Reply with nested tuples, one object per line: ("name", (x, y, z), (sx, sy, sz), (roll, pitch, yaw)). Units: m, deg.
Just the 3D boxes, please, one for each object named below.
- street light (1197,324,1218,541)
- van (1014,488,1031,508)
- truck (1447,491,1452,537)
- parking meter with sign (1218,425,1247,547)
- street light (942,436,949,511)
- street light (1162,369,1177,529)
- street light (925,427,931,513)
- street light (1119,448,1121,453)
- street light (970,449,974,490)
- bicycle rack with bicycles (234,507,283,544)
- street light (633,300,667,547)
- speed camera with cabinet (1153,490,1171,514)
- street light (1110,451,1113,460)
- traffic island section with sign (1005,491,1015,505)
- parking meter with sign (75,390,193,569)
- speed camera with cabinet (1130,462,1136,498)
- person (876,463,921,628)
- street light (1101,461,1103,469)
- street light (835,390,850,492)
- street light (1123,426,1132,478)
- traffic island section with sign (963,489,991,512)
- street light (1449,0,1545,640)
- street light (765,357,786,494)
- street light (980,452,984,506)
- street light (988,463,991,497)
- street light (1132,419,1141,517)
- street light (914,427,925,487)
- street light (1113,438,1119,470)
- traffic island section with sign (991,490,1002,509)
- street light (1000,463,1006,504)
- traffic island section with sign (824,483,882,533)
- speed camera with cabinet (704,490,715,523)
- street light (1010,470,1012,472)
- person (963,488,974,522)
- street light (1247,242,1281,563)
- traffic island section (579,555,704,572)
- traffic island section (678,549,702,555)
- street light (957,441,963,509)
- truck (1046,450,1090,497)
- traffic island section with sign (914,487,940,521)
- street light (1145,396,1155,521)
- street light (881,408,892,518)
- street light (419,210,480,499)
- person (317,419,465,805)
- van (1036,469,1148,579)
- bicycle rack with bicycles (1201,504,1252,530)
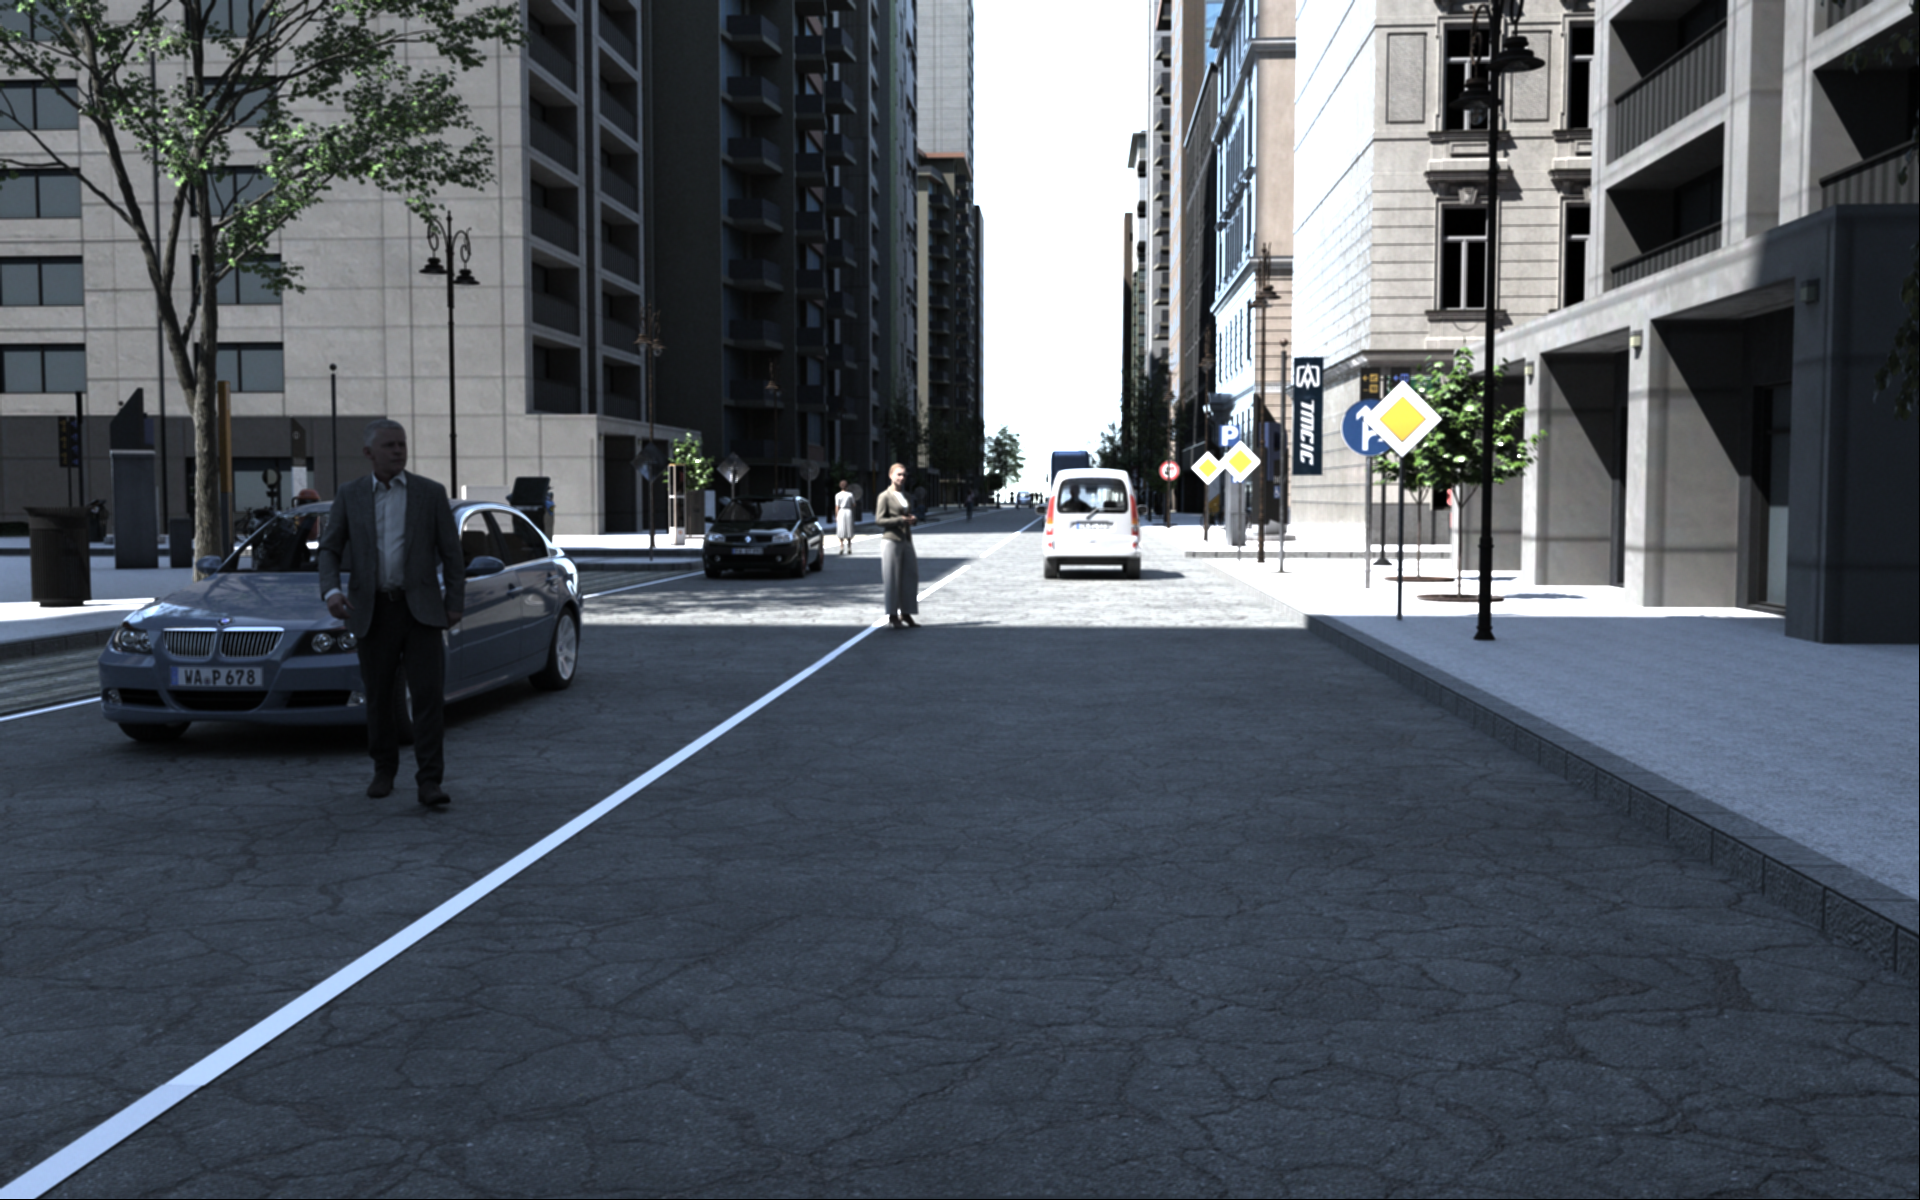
("street light", (6.730, -4.555, 47.265), (0.468, 5.910, 1.993), (0, 4, 4))
("van", (6.541, -10.488, 178.489), (2.013, 2.044, 4.112), (0, 4, 2))
("truck", (15.587, -2.925, 36.744), (11.283, 4.237, 2.839), (0, 4, 3))
("parking meter with sign", (6.807, -2.856, 42.954), (0.543, 3.016, 1.738), (0, 4, -1))
("street light", (-1.110, -9.914, 134.876), (0.468, 5.910, 1.993), (0, 4, 4))
("street light", (7.757, -5.595, 64.259), (0.468, 5.910, 1.993), (0, 4, 4))
("street light", (-2.279, -8.891, 118.161), (0.468, 5.910, 1.993), (0, 4, 4))
("street light", (11.894, -9.262, 124.224), (0.468, 5.910, 1.993), (0, 4, 4))
("street light", (1.237, -11.970, 168.502), (0.468, 5.910, 1.993), (0, 4, 4))
("bicycle rack with bicycles", (-18.426, -1.987, 45.866), (2.925, 0.926, 2.852), (-1, 4, -20))
("street light", (-7.393, -4.202, 41.485), (0.468, 5.910, 1.993), (0, 4, 4))
("speed camera with cabinet", (12.698, -6.996, 108.719), (0.660, 3.252, 2.038), (-1, 4, -10))
("street light", (14.077, -11.330, 158.029), (0.468, 5.910, 1.993), (0, 4, 4))
("traffic island section with sign", (6.758, -13.072, 222.348), (1.989, 1.847, 2.006), (0, 4, 4))
("parking meter with sign", (-14.204, -2.052, 29.812), (1.738, 3.016, 0.543), (-2, 4, -29))
("speed camera with cabinet", (10.498, -6.898, 107.121), (0.660, 3.252, 2.038), (1, 4, 10))
("person", (-0.642, -0.579, 18.523), (0.362, 1.759, 0.519), (3, 5, 43))
("street light", (20.919, -17.423, 257.658), (0.468, 5.910, 1.993), (0, 4, 4))
("street light", (-5.123, -6.273, 75.352), (0.468, 5.910, 1.993), (0, 4, 4))
("street light", (11.282, -8.696, 114.969), (0.468, 5.910, 1.993), (0, 4, 4))
("traffic island section with sign", (1.272, -8.077, 140.693), (1.989, 1.847, 2.006), (0, 4, 4))
("street light", (4.625, -2.588, 15.100), (0.468, 5.910, 1.993), (0, 4, 4))
("street light", (-6.244, -5.255, 58.700), (0.468, 5.910, 1.993), (0, 4, 4))
("street light", (2.350, -12.989, 185.155), (0.468, 5.910, 1.993), (0, 4, 4))
("street light", (3.320, -13.959, 201.015), (0.468, 5.910, 1.993), (0, 4, 4))
("street light", (10.156, -7.666, 98.124), (0.468, 5.910, 1.993), (0, 4, 4))
("street light", (-2.729, -8.409, 110.273), (0.468, 5.910, 1.993), (0, 4, 4))
("street light", (12.905, -10.281, 140.883), (0.468, 5.910, 1.993), (0, 4, 4))
("traffic island section with sign", (3.097, -9.745, 167.958), (1.989, 1.847, 2.006), (0, 4, 4))
("street light", (5.566, -16.006, 234.479), (0.468, 5.910, 1.993), (0, 4, 4))
("traffic island section with sign", (-3.904, -3.371, 63.740), (1.989, 1.847, 2.006), (0, 4, 4))
("speed camera with cabinet", (-11.829, -5.147, 78.485), (0.660, 3.252, 2.038), (-3, 4, -38))
("street light", (7.869, -18.042, 267.779), (0.468, 5.910, 1.993), (0, 4, 4))
("person", (0.480, -4.955, 90.111), (0.593, 1.750, 0.643), (1, 4, 16))
("street light", (5.597, -3.623, 32.018), (0.468, 5.910, 1.993), (0, 4, 4))
("traffic island section", (-5.953, -0.672, 33.276), (2.009, 0.180, 2.903), (0, 4, 4))
("traffic island section", (-5.417, -1.160, 41.243), (2.009, 0.180, 2.903), (0, 4, 4))
("street light", (0.034, -10.939, 151.640), (0.468, 5.910, 1.993), (0, 4, 4))
("truck", (6.514, -6.781, 100.630), (2.967, 4.110, 18.799), (0, 4, 2))
("traffic island section with sign", (-2.069, -5.038, 90.991), (1.989, 1.847, 2.006), (0, 4, 4))
("street light", (8.945, -6.643, 81.406), (0.468, 5.910, 1.993), (0, 4, 4))
("street light", (-3.938, -7.358, 93.097), (0.468, 5.910, 1.993), (0, 4, 4))
("street light", (-8.323, -3.401, 28.395), (0.468, 5.910, 1.993), (0, 4, 4))
("person", (-2.612, 0.053, 8.034), (0.661, 1.777, 0.834), (-2, 4, -26))
("van", (2.332, -1.446, 30.655), (2.013, 2.044, 4.112), (0, 4, 4))
("bicycle rack with bicycles", (9.855, -2.945, 61.534), (2.925, 0.926, 2.852), (-1, 4, -22))
